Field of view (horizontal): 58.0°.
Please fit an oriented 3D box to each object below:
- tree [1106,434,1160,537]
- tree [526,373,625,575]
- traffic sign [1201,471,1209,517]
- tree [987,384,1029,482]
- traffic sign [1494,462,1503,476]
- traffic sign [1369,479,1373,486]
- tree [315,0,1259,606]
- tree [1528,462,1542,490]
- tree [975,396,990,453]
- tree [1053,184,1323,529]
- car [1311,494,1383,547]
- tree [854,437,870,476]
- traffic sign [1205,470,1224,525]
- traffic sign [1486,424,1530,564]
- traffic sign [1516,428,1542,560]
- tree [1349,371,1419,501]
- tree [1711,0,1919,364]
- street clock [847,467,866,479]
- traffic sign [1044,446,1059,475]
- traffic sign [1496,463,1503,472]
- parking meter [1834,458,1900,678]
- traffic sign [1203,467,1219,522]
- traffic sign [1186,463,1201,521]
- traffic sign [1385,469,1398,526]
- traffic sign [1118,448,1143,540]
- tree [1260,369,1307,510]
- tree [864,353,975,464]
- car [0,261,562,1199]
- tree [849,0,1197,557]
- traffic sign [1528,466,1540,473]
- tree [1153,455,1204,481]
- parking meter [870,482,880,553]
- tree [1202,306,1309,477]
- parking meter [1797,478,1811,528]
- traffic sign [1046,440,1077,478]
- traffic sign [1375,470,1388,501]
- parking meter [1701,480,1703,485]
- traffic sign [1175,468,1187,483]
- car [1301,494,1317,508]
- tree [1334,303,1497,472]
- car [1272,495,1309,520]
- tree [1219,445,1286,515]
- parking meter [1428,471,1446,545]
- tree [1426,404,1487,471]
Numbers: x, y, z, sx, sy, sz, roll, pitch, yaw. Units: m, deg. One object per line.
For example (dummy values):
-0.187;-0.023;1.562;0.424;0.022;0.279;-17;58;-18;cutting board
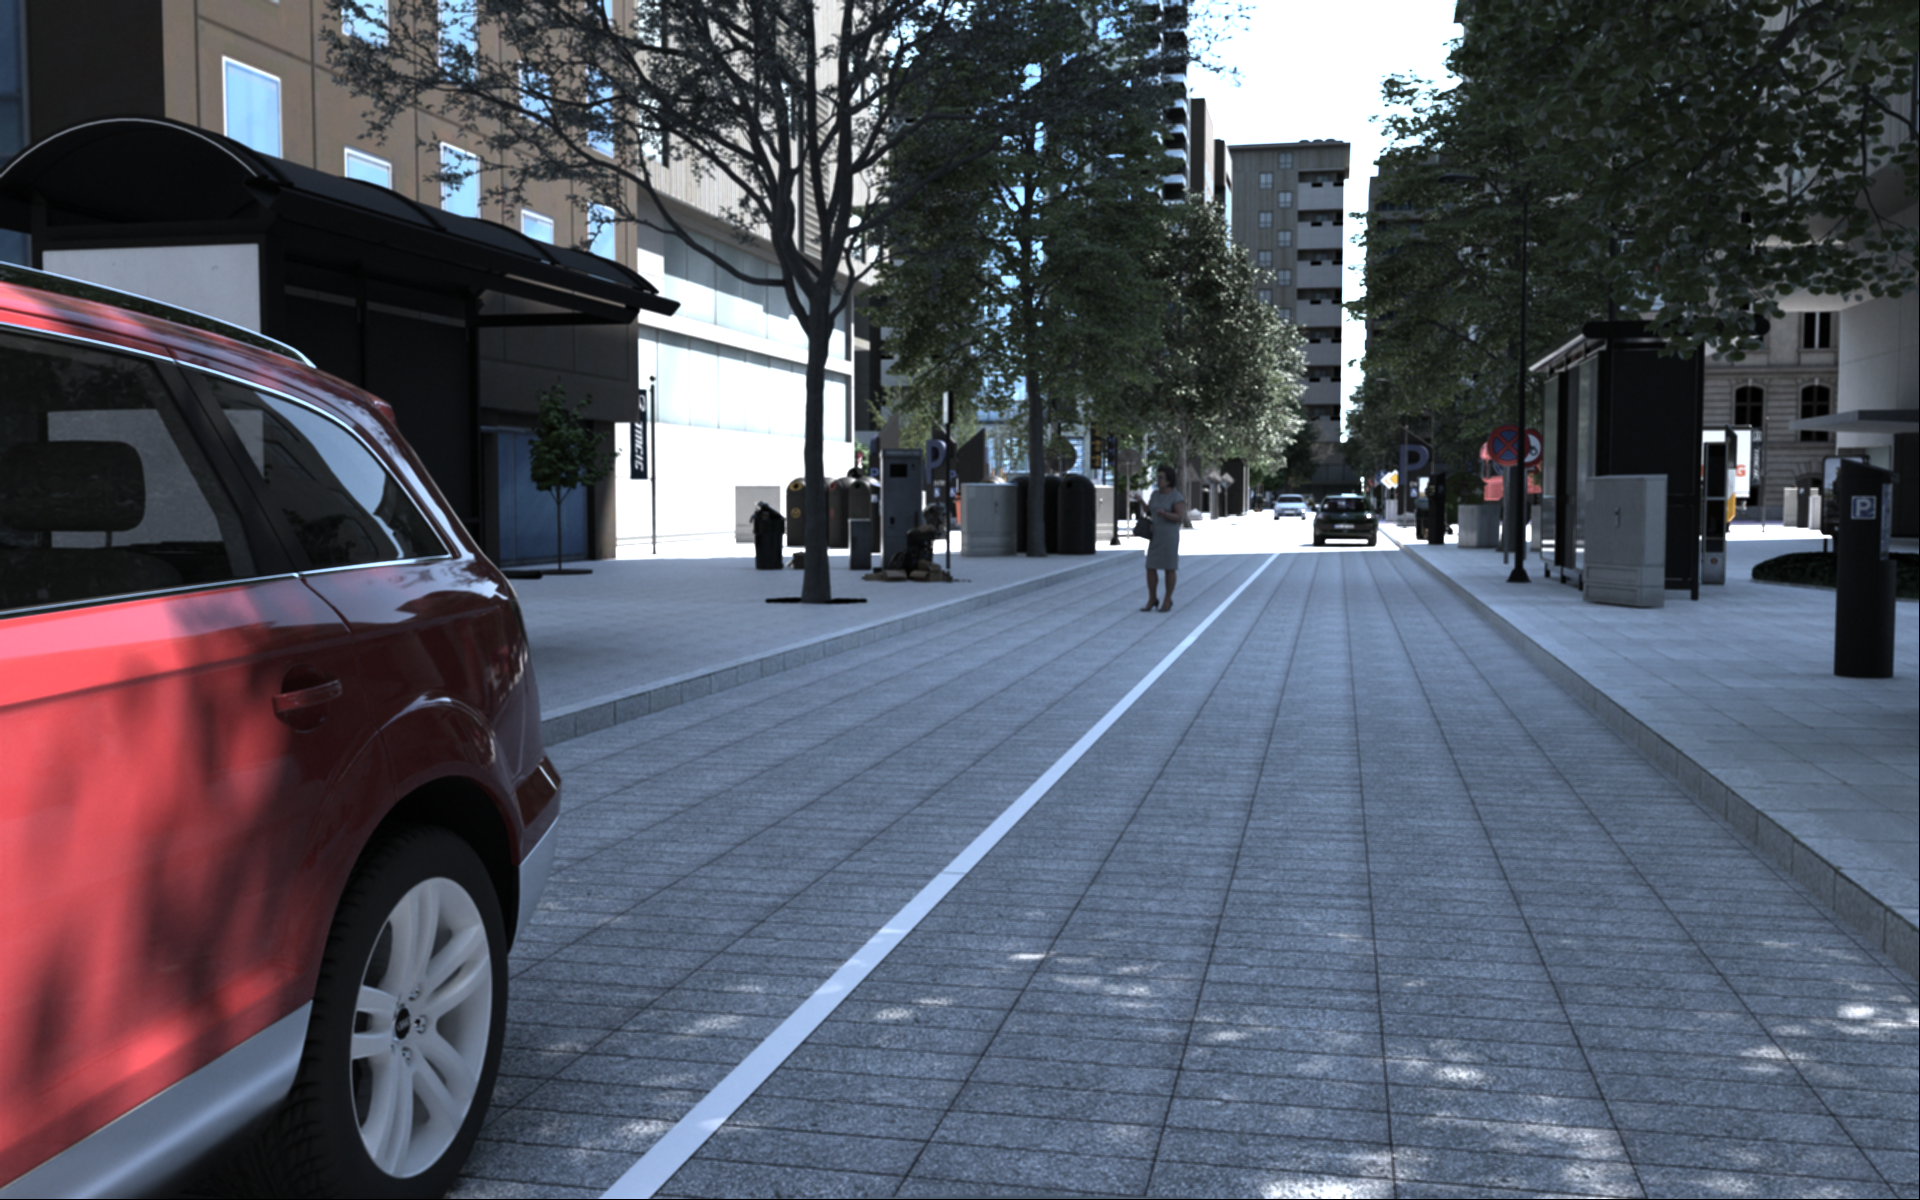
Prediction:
5.017;-3.498;51.798;1.663;3.219;1.824;0;3;0;tree
-6.474;-2.027;27.747;1.663;3.219;1.824;0;3;0;tree
13.693;-6.008;98.231;0.884;2.594;0.081;1;4;17;traffic sign
3.598;-10.190;116.962;4.360;8.622;3.978;0;3;0;tree
15.787;-3.052;50.013;0.768;2.556;0.104;1;4;13;traffic sign
28.761;-7.342;120.145;0.768;2.556;0.104;1;4;21;traffic sign
-1.725;-6.719;20.221;12.009;13.543;11.850;0;3;0;tree
23.091;-4.459;67.503;1.663;3.219;1.824;0;3;0;tree
0.368;-10.484;121.779;4.737;8.622;4.395;0;3;0;tree
8.260;-9.027;64.597;9.611;12.733;9.660;0;3;0;tree
10.854;-2.377;48.653;2.009;1.686;4.222;1;4;14;car
-5.900;-6.953;97.400;4.285;4.588;4.351;0;3;0;tree
10.501;-4.153;71.545;0.795;2.450;0.064;1;4;12;traffic sign
10.031;-1.935;31.738;0.768;2.556;0.104;1;4;16;traffic sign
10.978;-2.052;33.649;0.768;2.556;0.104;1;4;15;traffic sign
24.401;-9.102;99.179;4.360;8.622;3.978;0;3;0;tree
5.232;-5.497;8.009;7.486;12.596;7.792;0;3;0;tree
-2.811;-2.597;47.026;0.471;2.002;0.358;-1;4;-22;street clock
2.419;-2.788;45.690;0.768;2.556;0.104;1;4;18;traffic sign
13.781;-2.645;43.349;0.768;2.556;0.104;1;4;20;traffic sign
6.380;-0.231;12.186;0.372;1.533;0.369;0;3;0;parking meter
11.592;-4.890;80.050;0.768;2.556;0.104;1;4;19;traffic sign
9.566;-4.404;72.003;0.884;2.594;0.081;1;4;20;traffic sign
17.576;-4.058;69.989;0.795;2.450;0.064;1;4;12;traffic sign
4.679;-2.937;48.121;0.768;2.556;0.104;1;4;13;traffic sign
24.823;-13.238;142.200;9.928;11.665;9.643;0;3;0;tree
-2.429;-8.402;87.729;4.737;8.622;4.395;0;3;0;tree
-2.293;0.402;2.096;2.281;1.827;5.304;1;4;10;car
1.245;-7.137;34.824;7.486;12.596;7.792;0;3;0;tree
14.348;-2.707;44.264;0.884;2.594;0.081;1;4;20;traffic sign
12.780;-7.269;102.560;4.285;4.588;4.351;0;3;0;tree
-1.772;-1.787;37.629;0.372;1.533;0.369;0;3;0;parking meter
18.945;-12.919;117.885;9.857;13.997;8.962;0;3;0;tree
31.548;-3.612;64.772;0.255;1.863;0.399;-2;4;-24;parking meter
2.376;-2.494;40.889;0.768;2.556;0.104;1;4;21;traffic sign
22.575;-5.651;92.504;0.768;2.556;0.104;1;4;19;traffic sign
29.233;-3.834;68.394;0.399;1.863;0.255;2;4;31;parking meter
10.006;-4.869;79.615;0.884;2.594;0.081;1;4;16;traffic sign
36.743;-10.589;183.350;2.015;1.641;3.980;1;4;13;car
22.289;-9.086;82.960;7.601;10.594;8.767;0;4;-4;tree
18.282;-5.127;95.829;2.014;1.417;4.499;1;4;12;car
17.439;-7.544;107.056;4.285;4.588;4.351;0;3;0;tree
12.140;-2.350;44.126;0.399;1.863;0.255;-2;4;-32;parking meter
33.076;-10.115;115.738;4.737;8.622;4.395;0;3;0;tree
